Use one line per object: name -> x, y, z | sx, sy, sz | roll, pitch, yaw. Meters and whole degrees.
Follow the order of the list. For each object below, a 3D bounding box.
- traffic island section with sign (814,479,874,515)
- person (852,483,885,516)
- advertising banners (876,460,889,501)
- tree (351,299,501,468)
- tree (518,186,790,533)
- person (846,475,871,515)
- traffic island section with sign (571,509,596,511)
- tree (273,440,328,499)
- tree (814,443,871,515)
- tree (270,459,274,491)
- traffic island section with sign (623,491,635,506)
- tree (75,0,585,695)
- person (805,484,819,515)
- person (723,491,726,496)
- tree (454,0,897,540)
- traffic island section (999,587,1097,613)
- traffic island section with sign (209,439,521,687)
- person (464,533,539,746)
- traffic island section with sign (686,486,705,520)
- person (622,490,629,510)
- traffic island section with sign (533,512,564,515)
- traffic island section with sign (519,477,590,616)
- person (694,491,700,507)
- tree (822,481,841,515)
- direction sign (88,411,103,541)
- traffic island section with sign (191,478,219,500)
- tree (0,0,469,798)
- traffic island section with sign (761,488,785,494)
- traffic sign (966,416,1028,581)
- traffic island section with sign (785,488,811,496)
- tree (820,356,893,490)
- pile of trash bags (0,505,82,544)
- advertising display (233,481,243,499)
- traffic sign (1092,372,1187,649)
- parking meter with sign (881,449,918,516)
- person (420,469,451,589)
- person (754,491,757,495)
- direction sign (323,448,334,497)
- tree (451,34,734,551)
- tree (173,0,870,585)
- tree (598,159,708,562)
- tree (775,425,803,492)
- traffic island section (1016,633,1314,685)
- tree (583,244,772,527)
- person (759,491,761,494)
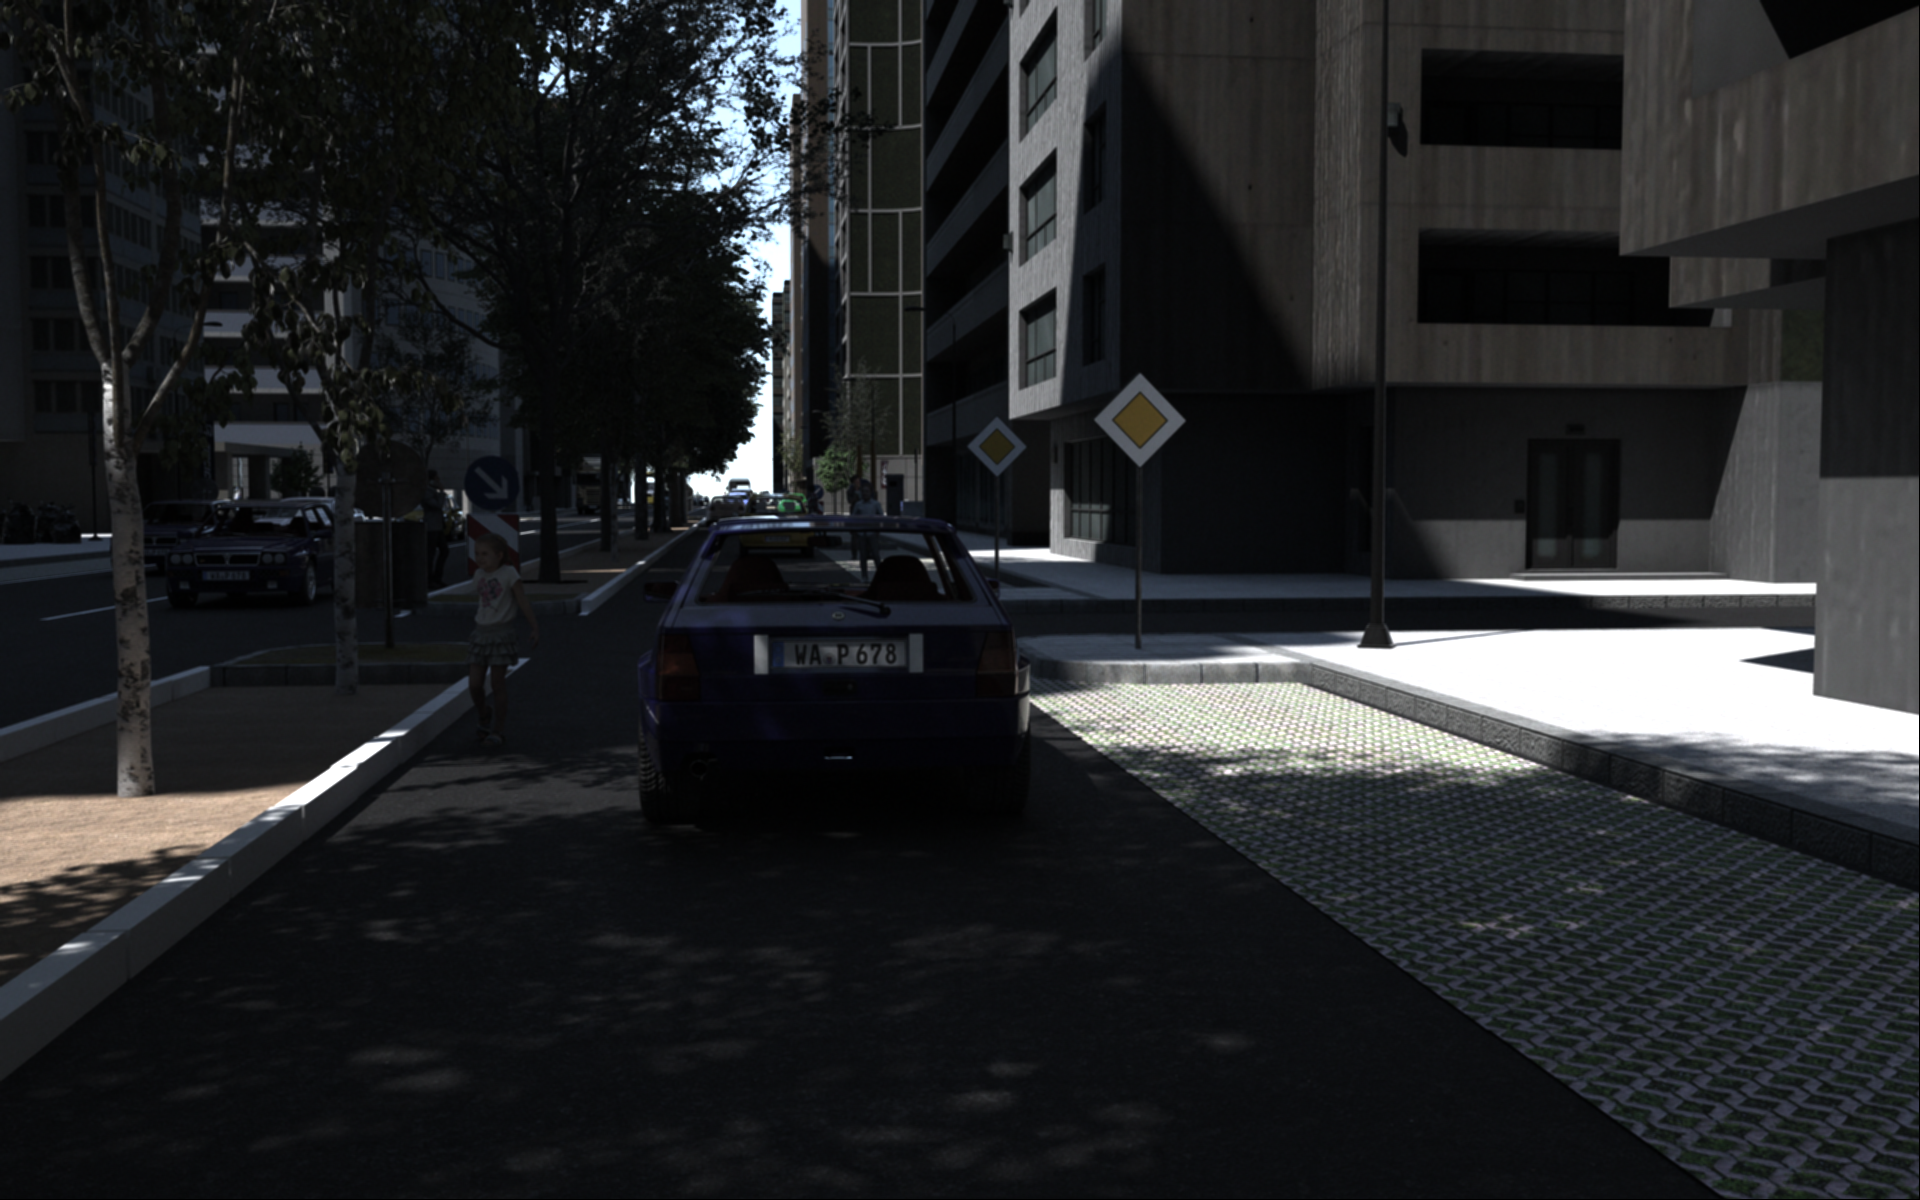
traffic island section with sign -> -2.718, -2.224, 44.988 | 1.989, 1.847, 2.006 | 0, 4, -7
person -> -1.447, -1.028, 27.125 | 0.589, 1.601, 0.330 | 1, 4, 18
advertising banners -> -4.445, -5.678, 89.026 | 2.074, 3.025, 0.090 | -3, 5, -44
tree -> -26.137, -9.136, 83.788 | 8.767, 10.594, 7.601 | 1, 4, 8
tree -> -11.086, -8.819, 63.661 | 9.611, 12.733, 9.660 | 0, 3, 0
person -> -2.145, -1.799, 37.720 | 0.655, 1.846, 0.447 | -2, 4, -24
traffic island section with sign -> -31.769, -8.418, 146.269 | 1.989, 1.847, 2.006 | 0, 4, -7
tree -> -23.548, -4.138, 62.260 | 1.663, 3.219, 1.824 | 0, 3, 0
tree -> -7.025, -7.345, 103.811 | 4.285, 4.588, 4.351 | 0, 3, 0
tree -> -32.165, -5.362, 82.263 | 1.663, 3.219, 1.824 | 0, 3, 0
traffic island section with sign -> -38.672, -11.750, 200.733 | 1.989, 1.847, 2.006 | 0, 4, -7
tree -> -4.435, -3.638, 12.308 | 4.737, 8.622, 4.395 | 0, 3, 0
person -> -4.374, -2.608, 51.977 | 0.643, 1.720, 0.563 | -1, 4, -16
person -> -21.936, -9.308, 161.618 | 0.436, 1.711, 0.756 | 0, 4, 7
tree -> -8.565, -11.871, 52.438 | 12.611, 20.169, 13.585 | 0, 3, 0
traffic island section -> 0.493, -0.002, 22.310 | 2.009, 0.180, 2.903 | 0, 4, -7
traffic island section with sign -> -4.699, -0.349, 13.847 | 2.006, 1.907, 1.989 | 0, 4, -7
person -> -2.615, 0.217, 9.962 | 0.505, 1.210, 0.382 | 1, 4, 18
traffic island section with sign -> -15.084, -5.358, 95.739 | 2.006, 1.907, 1.989 | 0, 4, -7
person -> -29.736, -8.884, 154.197 | 0.568, 1.767, 0.683 | 3, 5, 40
traffic island section with sign -> -28.371, -6.783, 119.528 | 1.989, 1.847, 2.006 | 0, 4, -7
traffic island section with sign -> -5.621, -0.799, 21.196 | 2.006, 1.907, 1.989 | 0, 4, -7
person -> -28.861, -11.119, 190.380 | 0.705, 1.814, 1.350 | -2, 4, -34
tree -> -8.068, -6.970, 108.555 | 1.663, 3.219, 1.824 | 0, 3, 0
direction sign -> -23.812, -3.401, 47.597 | 0.379, 3.537, 0.876 | -1, 4, -17
traffic island section with sign -> -18.592, -2.066, 42.401 | 1.989, 1.847, 2.006 | 0, 4, -7
tree -> -3.854, -3.357, 7.704 | 4.360, 8.622, 3.978 | 0, 3, 0
traffic island section with sign -> -15.820, -8.541, 148.274 | 1.989, 1.847, 2.006 | 0, 4, -7
traffic sign -> 0.470, -1.137, 22.230 | 0.795, 2.450, 0.064 | 0, 4, -7
traffic island section with sign -> -6.106, -3.859, 71.730 | 1.989, 1.847, 2.006 | 0, 4, -7
tree -> -5.697, -8.705, 92.687 | 4.360, 8.622, 3.978 | 0, 3, 0
pile of trash bags -> -24.596, -2.130, 44.572 | 3.447, 1.369, 1.912 | -3, 4, -36
advertising display -> -36.537, -5.036, 87.559 | 0.974, 1.923, 0.123 | 3, 5, 40
traffic sign -> 1.475, -0.652, 14.308 | 0.795, 2.450, 0.064 | 0, 4, -7
parking meter with sign -> -2.514, -4.317, 66.846 | 1.738, 3.016, 0.543 | 0, 4, 1
person -> -7.971, -1.079, 26.331 | 0.473, 1.802, 0.592 | 0, 4, 6
person -> -26.670, -13.305, 226.054 | 1.348, 1.823, 0.705 | 0, 4, -3
direction sign -> -24.109, -4.534, 66.132 | 0.379, 3.537, 0.876 | 0, 4, 3
tree -> -8.617, -7.454, 42.453 | 7.486, 12.596, 7.792 | 0, 3, 0
tree -> -6.620, -7.011, 27.453 | 12.009, 13.543, 11.850 | 0, 3, 0
tree -> -7.200, -5.079, 35.864 | 4.360, 8.622, 3.978 | 0, 3, 0
tree -> -17.089, -14.039, 179.900 | 4.737, 8.622, 4.395 | 0, 3, 0
traffic island section -> 1.497, 0.483, 14.388 | 2.009, 0.180, 2.903 | 0, 4, -7
tree -> -12.239, -10.088, 74.050 | 9.857, 13.997, 8.962 | 0, 3, 0
person -> -19.327, -9.730, 168.108 | 1.217, 1.766, 0.721 | 1, 4, 22
